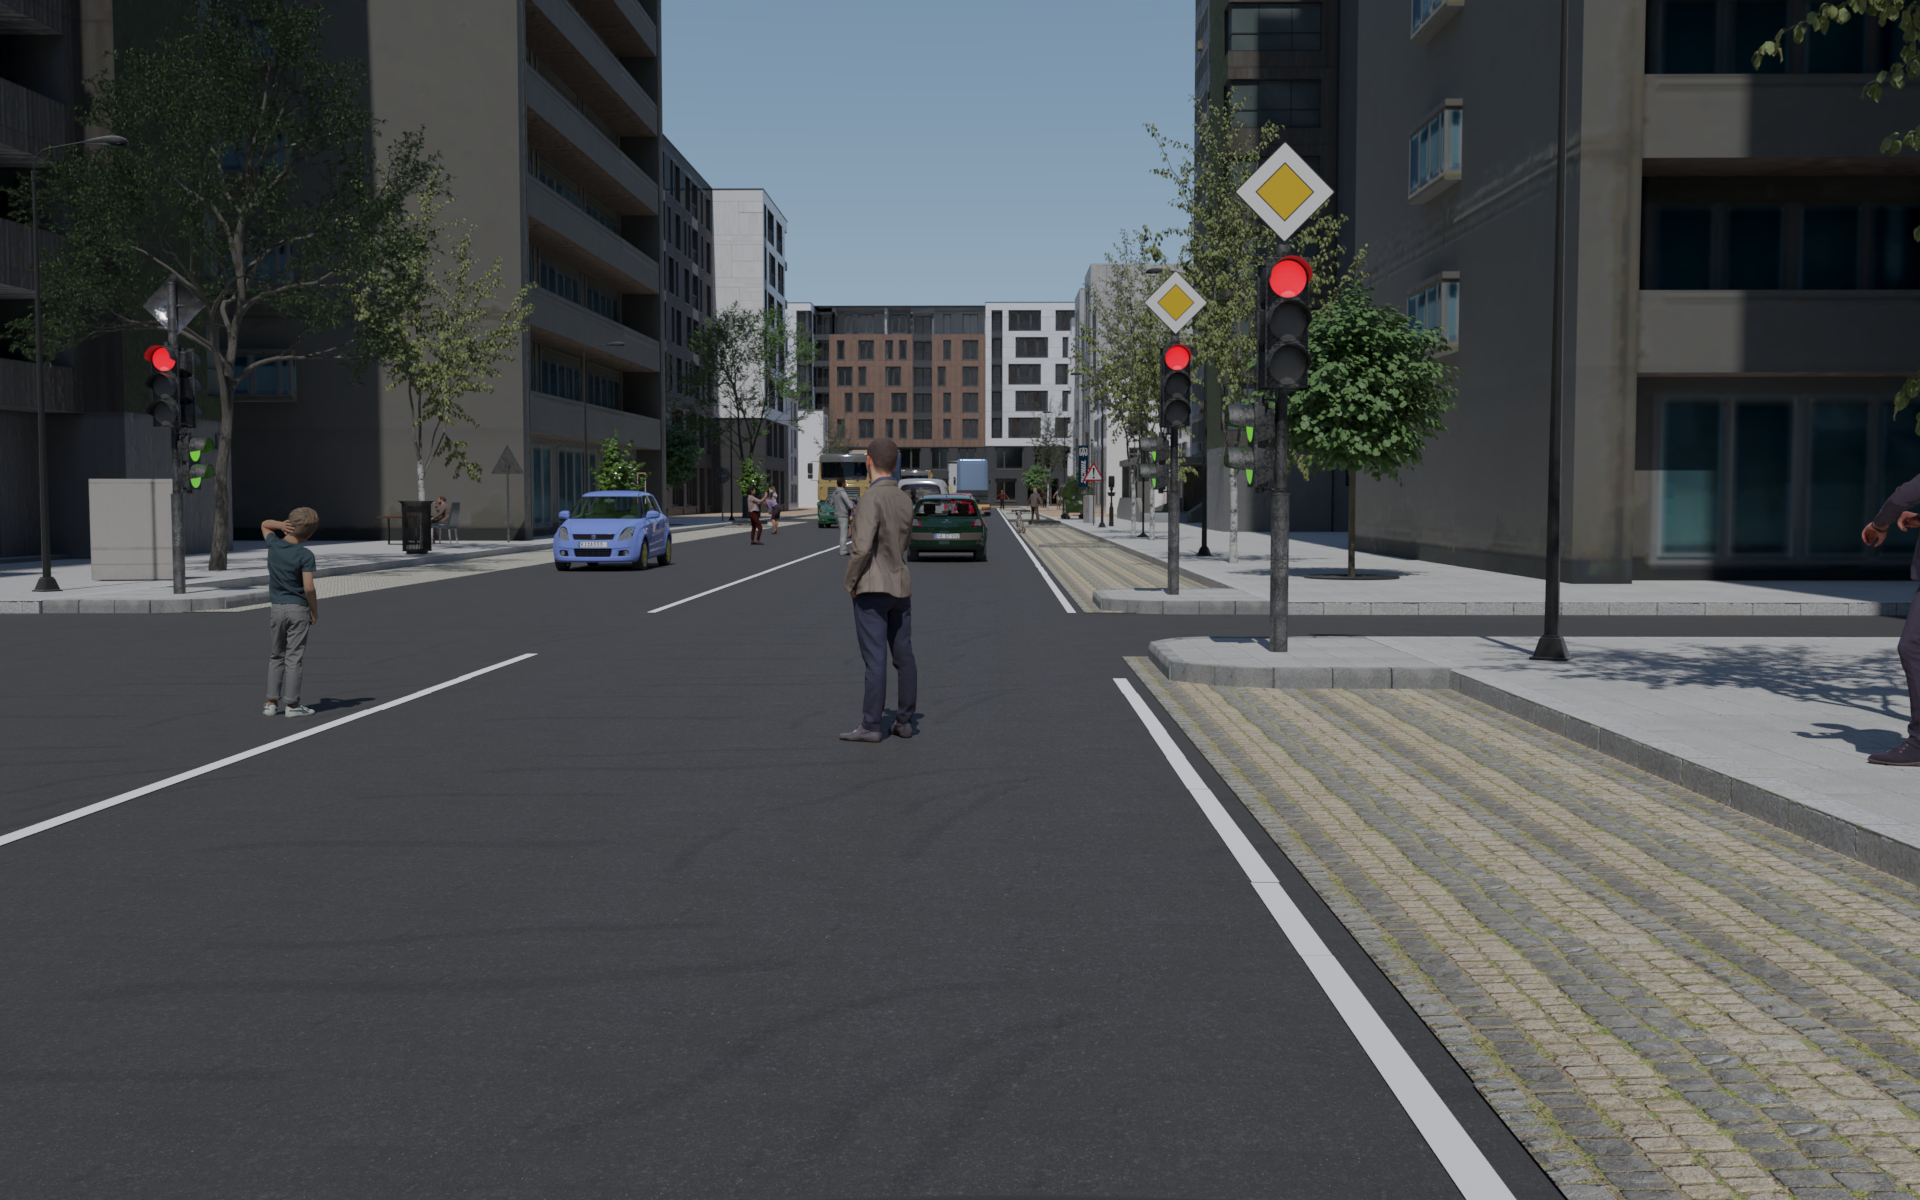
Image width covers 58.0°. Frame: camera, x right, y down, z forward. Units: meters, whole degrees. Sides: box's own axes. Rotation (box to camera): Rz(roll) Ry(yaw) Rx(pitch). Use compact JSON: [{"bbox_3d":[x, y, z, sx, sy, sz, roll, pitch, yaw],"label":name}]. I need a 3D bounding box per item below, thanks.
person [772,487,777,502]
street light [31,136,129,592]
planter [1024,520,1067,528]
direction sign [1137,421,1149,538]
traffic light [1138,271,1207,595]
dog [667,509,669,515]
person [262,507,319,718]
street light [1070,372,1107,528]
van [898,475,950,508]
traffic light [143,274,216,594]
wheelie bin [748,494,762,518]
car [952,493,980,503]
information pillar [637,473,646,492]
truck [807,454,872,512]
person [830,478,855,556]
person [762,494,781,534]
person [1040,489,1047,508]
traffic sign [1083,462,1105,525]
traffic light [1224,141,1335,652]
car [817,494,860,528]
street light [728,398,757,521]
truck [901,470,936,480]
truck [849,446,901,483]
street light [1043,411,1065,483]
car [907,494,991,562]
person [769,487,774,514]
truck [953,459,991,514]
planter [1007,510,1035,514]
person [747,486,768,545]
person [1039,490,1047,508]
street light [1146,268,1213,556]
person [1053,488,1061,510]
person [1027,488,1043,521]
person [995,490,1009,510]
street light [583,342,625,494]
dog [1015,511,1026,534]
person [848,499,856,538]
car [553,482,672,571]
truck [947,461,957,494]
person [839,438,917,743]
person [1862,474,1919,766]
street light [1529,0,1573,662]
[{"bbox_3d":[-11.871,-6.333,110.257,0.621,1.740,0.551,1,4,8],"label":"person"},{"bbox_3d":[-11.484,-3.063,22.625,1.470,5.913,1.316,0,4,1],"label":"street light"},{"bbox_3d":[3.561,-3.223,73.836,1.991,0.319,1.994,0,4,1],"label":"planter"},{"bbox_3d":[5.412,-3.614,51.091,0.379,3.537,0.876,1,4,14],"label":"direction sign"},{"bbox_3d":[2.701,-2.021,21.971,0.839,4.253,0.868,0,4,1],"label":"traffic light"},{"bbox_3d":[-15.528,-4.541,91.080,0.540,0.507,0.406,1,4,10],"label":"dog"},{"bbox_3d":[-4.334,0.075,11.185,0.435,1.345,0.340,0,4,-1],"label":"person"},{"bbox_3d":[4.897,-5.723,66.114,1.470,5.913,1.316,0,4,1],"label":"street light"},{"bbox_3d":[-0.991,-2.540,48.547,2.013,2.044,4.112,0,4,2],"label":"van"},{"bbox_3d":[-10.019,-2.033,22.155,0.839,4.253,0.868,0,4,1],"label":"traffic light"},{"bbox_3d":[-11.125,-5.264,93.968,0.980,1.594,0.693,-2,4,-34],"label":"wheelie bin"},{"bbox_3d":[0.015,-5.218,94.349,2.155,1.783,4.494,0,4,0],"label":"car"},{"bbox_3d":[-10.969,-3.375,59.677,0.304,2.012,0.304,-1,4,-11],"label":"information pillar"},{"bbox_3d":[-5.446,-5.463,85.238,3.469,3.379,9.791,0,3,0],"label":"truck"},{"bbox_3d":[-2.651,-1.924,40.102,0.789,1.805,0.875,-3,4,-37],"label":"person"},{"bbox_3d":[-6.719,-3.055,61.683,0.697,1.427,0.421,0,4,3],"label":"person"},{"bbox_3d":[7.793,-9.272,158.348,1.217,1.735,0.721,3,4,36],"label":"person"},{"bbox_3d":[5.452,-4.321,70.657,0.884,2.594,0.081,0,4,6],"label":"traffic sign"},{"bbox_3d":[2.575,-1.533,13.987,0.839,4.253,0.868,0,4,1],"label":"traffic light"},{"bbox_3d":[-5.025,-3.823,74.309,2.131,1.459,4.920,0,4,1],"label":"car"},{"bbox_3d":[-10.482,-6.784,83.456,1.470,5.913,1.316,0,4,1],"label":"street light"},{"bbox_3d":[-3.647,-9.074,144.279,3.469,3.379,9.791,0,4,1],"label":"truck"},{"bbox_3d":[-5.201,-7.042,104.051,2.839,4.237,11.283,0,4,3],"label":"truck"},{"bbox_3d":[5.321,-7.617,97.086,1.470,5.913,1.316,0,4,1],"label":"street light"},{"bbox_3d":[-0.301,-1.727,38.024,2.009,1.686,4.222,0,4,-1],"label":"car"},{"bbox_3d":[-11.937,-6.254,109.103,0.445,1.727,0.742,-1,4,-10],"label":"person"},{"bbox_3d":[0.923,-8.390,126.929,2.967,4.110,18.799,0,4,0],"label":"truck"},{"bbox_3d":[4.342,-6.308,124.283,1.991,0.319,1.994,0,4,1],"label":"planter"},{"bbox_3d":[-5.710,-2.379,48.859,0.566,1.644,0.517,2,4,26],"label":"person"},{"bbox_3d":[7.801,-9.608,163.657,1.217,1.766,0.721,0,4,8],"label":"person"},{"bbox_3d":[4.514,-3.863,35.696,1.470,5.913,1.316,0,4,1],"label":"street light"},{"bbox_3d":[8.200,-8.406,143.488,1.348,1.824,0.705,-3,4,-36],"label":"person"},{"bbox_3d":[3.847,-4.900,89.174,0.990,1.755,0.434,3,5,41],"label":"person"},{"bbox_3d":[3.800,-9.038,156.228,1.348,1.831,0.705,1,4,13],"label":"person"},{"bbox_3d":[-10.933,-4.923,53.040,1.470,5.913,1.316,0,4,1],"label":"street light"},{"bbox_3d":[2.119,-2.798,62.591,0.513,0.831,0.800,1,4,22],"label":"dog"},{"bbox_3d":[-3.574,-2.707,55.991,0.421,1.427,0.697,3,4,37],"label":"person"},{"bbox_3d":[-6.710,-1.468,33.586,1.945,1.707,3.694,0,4,1],"label":"car"},{"bbox_3d":[0.302,-9.917,151.055,2.839,4.237,11.283,0,4,1],"label":"truck"},{"bbox_3d":[-0.563,-0.074,10.234,0.617,1.759,0.750,-3,5,-41],"label":"person"},{"bbox_3d":[4.640,-0.112,8.331,0.683,1.767,0.568,-3,5,-39],"label":"person"},{"bbox_3d":[4.046,-2.491,13.274,1.470,5.913,1.316,0,4,1],"label":"street light"}]
